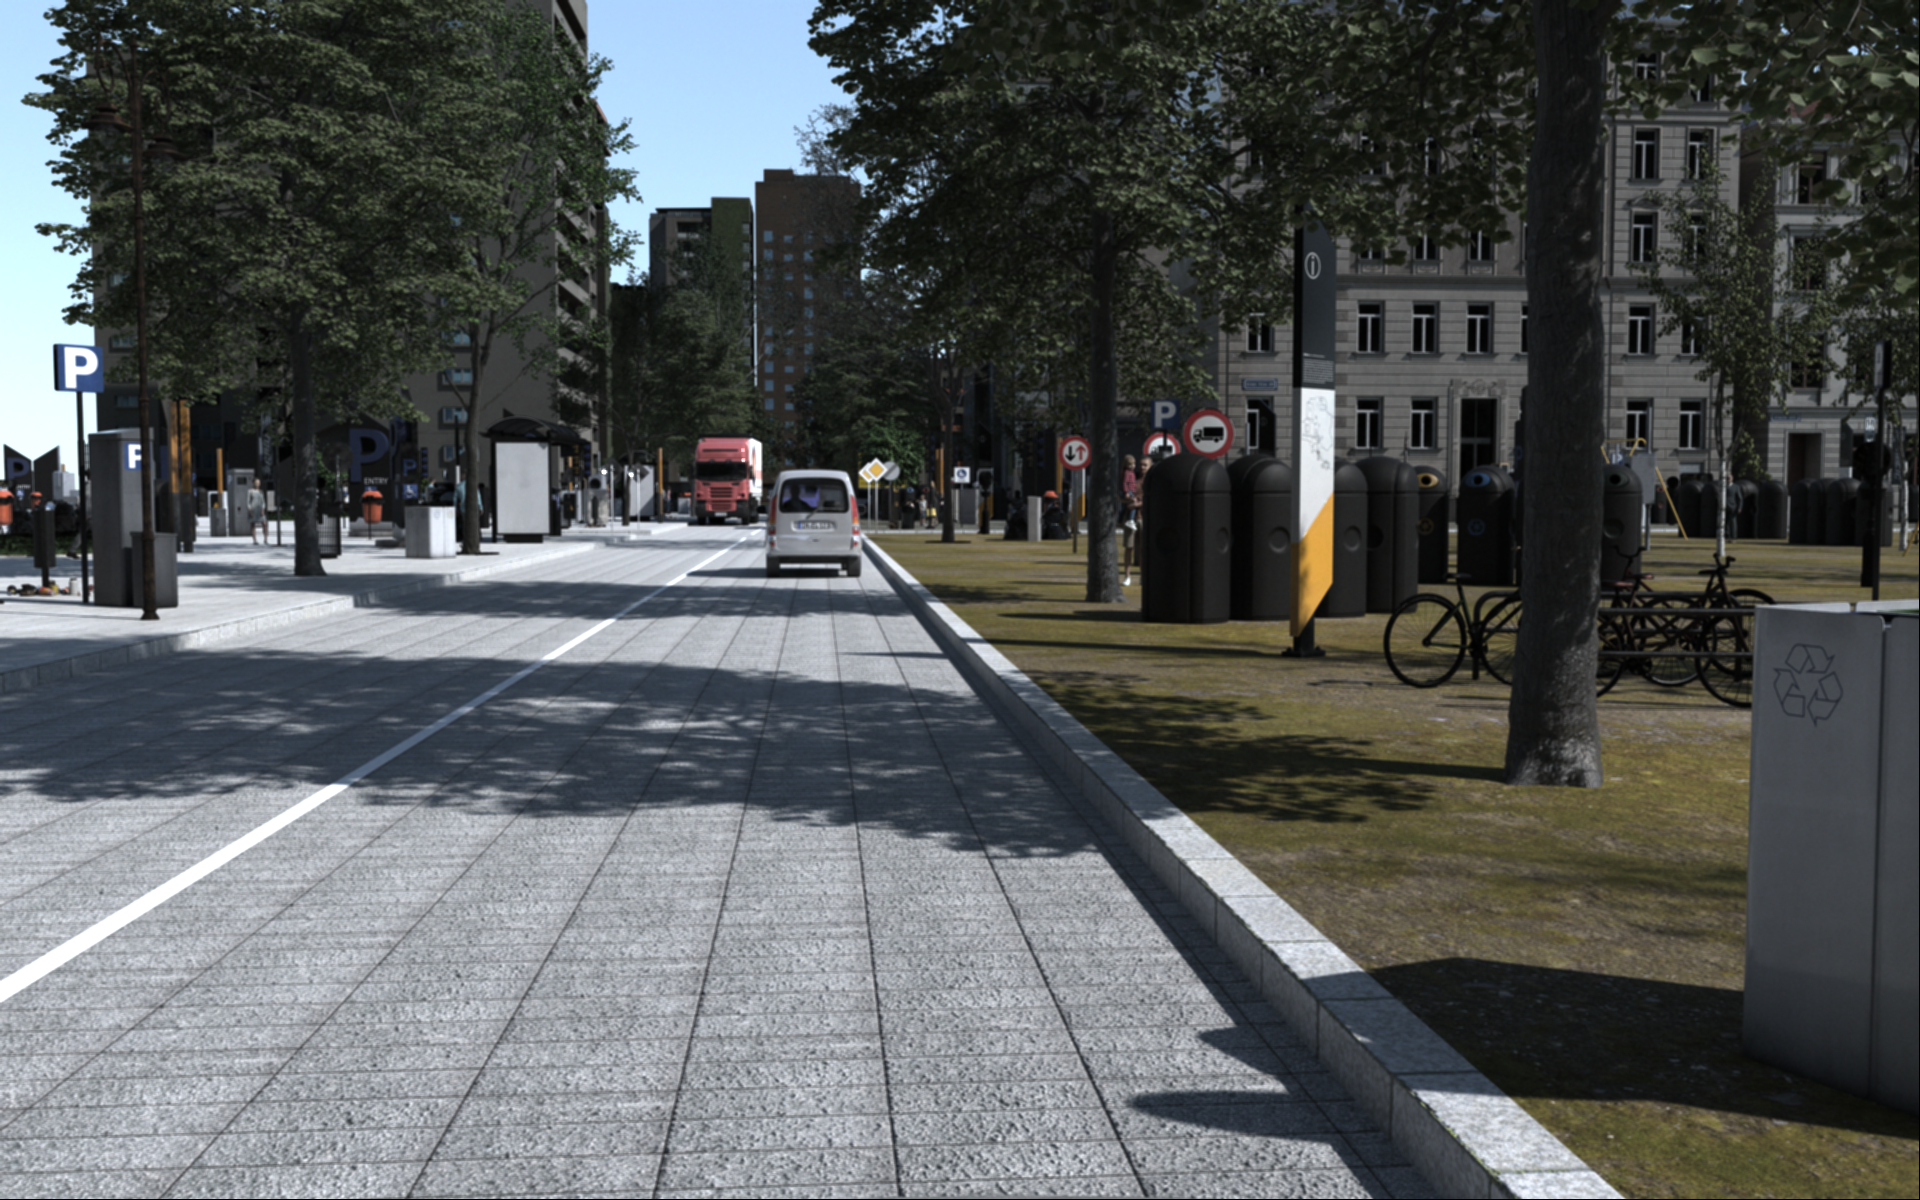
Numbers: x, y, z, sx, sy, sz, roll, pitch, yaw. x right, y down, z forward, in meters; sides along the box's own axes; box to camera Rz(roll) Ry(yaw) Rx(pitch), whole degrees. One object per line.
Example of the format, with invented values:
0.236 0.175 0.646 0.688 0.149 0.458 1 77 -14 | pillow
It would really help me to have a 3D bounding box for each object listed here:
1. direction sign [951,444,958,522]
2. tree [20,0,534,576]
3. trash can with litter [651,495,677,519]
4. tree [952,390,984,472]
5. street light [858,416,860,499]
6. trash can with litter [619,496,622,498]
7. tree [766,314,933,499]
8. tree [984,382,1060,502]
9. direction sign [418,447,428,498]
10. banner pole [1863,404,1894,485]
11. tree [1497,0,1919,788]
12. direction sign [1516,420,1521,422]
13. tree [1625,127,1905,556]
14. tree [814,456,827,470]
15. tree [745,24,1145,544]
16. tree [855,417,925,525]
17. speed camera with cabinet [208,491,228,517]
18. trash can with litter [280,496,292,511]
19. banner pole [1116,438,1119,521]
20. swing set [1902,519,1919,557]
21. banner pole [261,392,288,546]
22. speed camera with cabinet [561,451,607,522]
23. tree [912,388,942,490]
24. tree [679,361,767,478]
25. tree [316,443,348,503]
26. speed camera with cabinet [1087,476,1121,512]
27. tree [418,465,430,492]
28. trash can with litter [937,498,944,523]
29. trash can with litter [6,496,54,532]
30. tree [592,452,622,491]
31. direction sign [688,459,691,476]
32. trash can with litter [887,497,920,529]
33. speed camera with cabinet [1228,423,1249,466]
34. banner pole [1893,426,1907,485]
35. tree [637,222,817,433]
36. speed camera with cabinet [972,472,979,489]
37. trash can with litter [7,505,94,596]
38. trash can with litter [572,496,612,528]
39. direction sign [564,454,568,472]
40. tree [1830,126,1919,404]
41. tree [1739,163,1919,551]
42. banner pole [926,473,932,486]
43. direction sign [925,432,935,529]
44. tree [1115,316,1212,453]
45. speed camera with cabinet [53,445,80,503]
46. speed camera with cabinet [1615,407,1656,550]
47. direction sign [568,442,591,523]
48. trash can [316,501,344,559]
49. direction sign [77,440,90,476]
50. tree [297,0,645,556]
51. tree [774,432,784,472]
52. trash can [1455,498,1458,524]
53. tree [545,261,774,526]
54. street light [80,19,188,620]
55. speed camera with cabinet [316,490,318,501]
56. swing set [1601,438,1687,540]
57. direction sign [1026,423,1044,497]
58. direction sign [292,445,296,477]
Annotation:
-0.253 -5.277 78.270 0.379 3.537 0.876 -1 4 -19 | direction sign
-10.268 -6.624 26.430 7.486 12.596 7.792 0 3 0 | tree
-15.262 -4.839 90.178 1.678 1.210 2.233 1 4 14 | trash can with litter
1.530 -10.370 119.905 4.360 8.622 3.978 0 3 0 | tree
-5.765 -7.699 98.666 0.468 5.910 1.993 0 4 -5 | street light
-22.450 -6.360 115.367 0.624 1.170 1.055 0 4 -3 | trash can with litter
-6.364 -11.530 105.519 9.611 12.733 9.660 0 3 0 | tree
4.167 -9.758 109.907 4.360 8.622 3.978 0 3 0 | tree
-26.271 -5.641 84.224 0.876 3.537 0.379 1 4 12 | direction sign
24.873 -3.498 47.208 0.863 3.779 0.401 -2 4 -27 | banner pole
2.442 -5.483 7.777 7.486 12.596 7.792 0 3 0 | tree
17.104 -3.723 52.871 0.379 3.537 0.876 0 4 0 | direction sign
15.860 -5.194 35.280 4.737 8.622 4.395 0 3 0 | tree
-14.634 -16.991 212.214 8.767 10.594 7.601 -1 4 -19 | tree
-0.339 -8.250 45.250 12.009 13.543 11.850 0 3 0 | tree
-2.889 -5.482 73.339 4.285 4.588 4.351 0 3 0 | tree
-40.551 -6.214 95.937 2.038 3.252 0.660 0 4 2 | speed camera with cabinet
-34.873 -4.820 90.186 1.055 1.170 0.624 1 4 12 | trash can with litter
6.767 -5.331 77.181 0.863 3.779 0.401 0 4 6 | banner pole
21.111 -2.269 34.721 3.119 2.851 2.862 -2 4 -26 | swing set
-17.007 -3.228 42.791 0.863 3.779 0.401 2 4 34 | banner pole
-17.405 -5.245 80.098 2.038 3.252 0.660 1 4 11 | speed camera with cabinet
-3.281 -10.008 113.995 4.360 8.622 3.978 0 3 0 | tree
-19.077 -13.882 143.976 9.611 12.733 9.660 0 3 0 | tree
-40.723 -7.840 111.894 4.285 4.588 4.351 0 3 0 | tree
7.008 -5.346 81.747 2.038 3.252 0.660 -1 4 -21 | speed camera with cabinet
-34.695 -7.168 111.805 1.663 3.219 1.824 0 3 0 | tree
-0.774 -3.983 76.509 0.624 1.170 1.055 -2 4 -24 | trash can with litter
-34.758 -3.254 64.262 1.678 1.210 2.233 -2 4 -24 | trash can with litter
-26.950 -9.197 134.085 4.285 4.588 4.351 0 3 0 | tree
-15.871 -6.838 103.803 0.876 3.537 0.379 -1 4 -9 | direction sign
-2.145 -3.174 63.279 1.055 1.170 0.624 1 4 11 | trash can with litter
8.176 -3.336 48.877 0.660 3.252 2.038 2 4 31 | speed camera with cabinet
30.516 -4.073 56.617 0.401 3.779 0.863 -2 4 -25 | banner pole
-16.242 -16.107 119.236 12.611 20.169 13.585 0 3 0 | tree
2.003 -8.511 133.495 2.038 3.252 0.660 0 4 -6 | speed camera with cabinet
-11.785 -0.703 22.549 1.678 1.210 2.233 -2 4 -26 | trash can with litter
-14.293 -3.424 67.048 1.678 1.210 2.233 0 4 -4 | trash can with litter
-22.160 -6.521 98.617 0.876 3.537 0.379 1 4 21 | direction sign
17.081 -4.811 29.024 4.360 8.622 3.978 0 3 0 | tree
21.121 -5.414 38.874 4.737 8.622 4.395 0 3 0 | tree
-1.836 -6.759 100.520 0.401 3.779 0.863 -2 4 -35 | banner pole
-1.104 -4.396 63.876 0.379 3.537 0.876 -2 4 -24 | direction sign
7.924 -7.311 69.900 4.360 8.622 3.978 0 3 0 | tree
-35.722 -4.621 69.896 2.038 3.252 0.660 2 4 29 | speed camera with cabinet
15.607 -2.810 40.275 0.660 3.252 2.038 0 4 7 | speed camera with cabinet
-16.603 -5.139 76.023 0.876 3.537 0.379 1 4 14 | direction sign
-12.654 -1.397 34.494 0.748 1.137 0.748 0 3 0 | trash can
-36.763 -4.954 72.994 0.876 3.537 0.379 1 4 14 | direction sign
-10.195 -6.758 36.252 9.928 11.665 9.643 0 3 0 | tree
-21.560 -14.926 178.451 7.601 10.594 8.767 0 4 4 | tree
20.355 -3.567 69.980 0.748 1.137 0.748 0 3 0 | trash can
-13.218 -8.262 69.494 7.601 10.594 8.767 2 4 28 | tree
-8.272 -2.735 17.508 0.468 5.910 1.993 0 4 -5 | street light
-37.175 -6.386 98.744 0.660 3.252 2.038 -3 4 -37 | speed camera with cabinet
18.958 -3.213 50.147 2.862 2.851 3.119 0 4 -4 | swing set
2.396 -3.864 55.181 0.379 3.537 0.876 -3 4 -37 | direction sign
-30.421 -5.363 79.675 0.876 3.537 0.379 3 4 36 | direction sign
